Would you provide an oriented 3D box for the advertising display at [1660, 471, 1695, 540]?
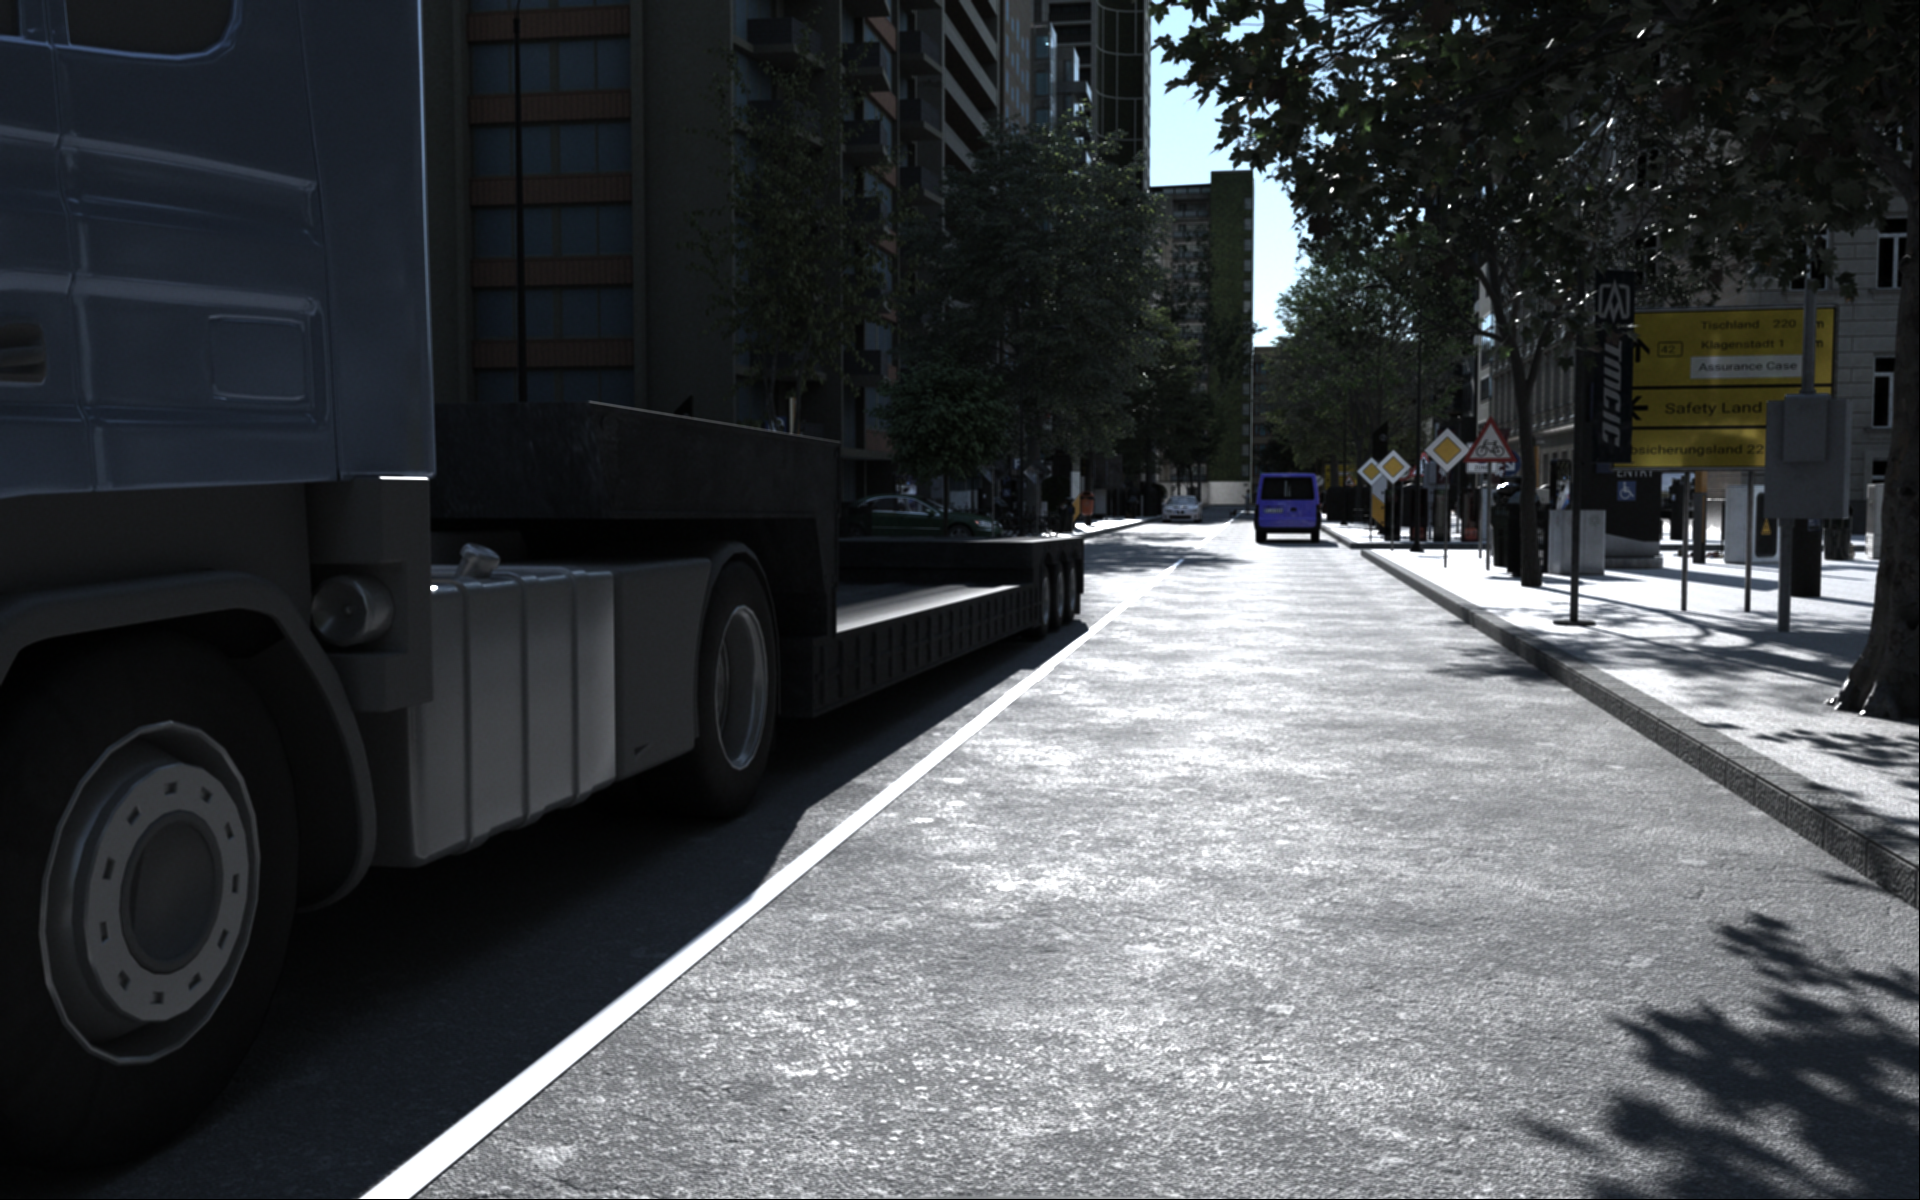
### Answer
[{"bbox_3d":[20.303,-2.677,48.977,0.974,1.923,0.123,2,4,29],"label":"advertising display"}]

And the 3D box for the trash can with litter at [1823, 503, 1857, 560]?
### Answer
[{"bbox_3d":[17.152,-1.375,33.869,0.624,1.170,1.055,3,4,37],"label":"trash can with litter"}]

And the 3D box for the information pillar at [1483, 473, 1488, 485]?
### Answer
[{"bbox_3d":[30.918,-6.754,101.788,0.183,3.616,0.504,-3,4,-39],"label":"information pillar"}]

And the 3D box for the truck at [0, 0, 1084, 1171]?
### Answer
[{"bbox_3d":[-1.547,-1.286,10.781,2.967,4.110,18.799,1,4,11],"label":"truck"}]

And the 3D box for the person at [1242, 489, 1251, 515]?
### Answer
[{"bbox_3d":[19.446,-6.631,117.493,0.524,1.755,0.480,-2,4,-33],"label":"person"}]

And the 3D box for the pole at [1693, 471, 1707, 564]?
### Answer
[{"bbox_3d":[13.673,-2.330,31.946,0.158,3.312,0.155,0,3,0],"label":"pole"}]

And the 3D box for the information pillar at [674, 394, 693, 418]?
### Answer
[{"bbox_3d":[-6.502,-3.029,40.883,0.504,3.616,0.183,1,4,19],"label":"information pillar"}]

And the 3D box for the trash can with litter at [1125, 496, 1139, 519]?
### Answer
[{"bbox_3d":[8.964,-4.842,90.546,0.624,1.170,1.055,1,4,16],"label":"trash can with litter"}]

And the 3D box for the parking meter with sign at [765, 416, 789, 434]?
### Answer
[{"bbox_3d":[-4.423,-2.561,38.132,0.543,3.016,1.738,1,4,23],"label":"parking meter with sign"}]

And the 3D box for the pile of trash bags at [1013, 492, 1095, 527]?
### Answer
[{"bbox_3d":[3.661,-3.598,68.586,3.447,1.369,1.912,1,4,15],"label":"pile of trash bags"}]

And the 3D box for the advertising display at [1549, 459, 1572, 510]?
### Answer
[{"bbox_3d":[11.233,-1.664,32.424,0.123,1.923,0.974,2,4,35],"label":"advertising display"}]

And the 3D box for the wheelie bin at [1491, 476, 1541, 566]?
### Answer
[{"bbox_3d":[9.832,-1.393,30.684,0.693,1.594,0.980,-2,4,-34],"label":"wheelie bin"}]

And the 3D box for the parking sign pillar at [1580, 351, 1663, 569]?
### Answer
[{"bbox_3d":[11.532,-2.552,30.205,1.447,3.967,1.447,0,4,-7],"label":"parking sign pillar"}]

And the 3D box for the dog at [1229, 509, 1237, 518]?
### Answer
[{"bbox_3d":[16.533,-5.239,104.952,0.406,0.507,0.540,1,4,19],"label":"dog"}]

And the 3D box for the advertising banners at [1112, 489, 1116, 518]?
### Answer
[{"bbox_3d":[8.518,-6.063,95.320,0.090,3.025,2.074,1,4,10],"label":"advertising banners"}]

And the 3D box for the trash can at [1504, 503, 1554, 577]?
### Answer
[{"bbox_3d":[8.822,-0.932,26.898,0.748,1.137,0.748,0,3,0],"label":"trash can"}]

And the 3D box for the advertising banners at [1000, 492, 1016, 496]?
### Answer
[{"bbox_3d":[3.052,-7.663,121.471,2.074,3.025,0.090,0,4,-5],"label":"advertising banners"}]

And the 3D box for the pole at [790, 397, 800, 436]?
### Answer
[{"bbox_3d":[-3.489,-2.616,36.617,0.158,3.312,0.155,0,3,0],"label":"pole"}]

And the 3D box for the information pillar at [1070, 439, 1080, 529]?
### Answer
[{"bbox_3d":[4.231,-4.426,63.726,0.183,3.616,0.504,3,5,44],"label":"information pillar"}]

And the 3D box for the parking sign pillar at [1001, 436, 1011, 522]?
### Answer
[{"bbox_3d":[2.136,-5.597,79.977,1.447,3.967,1.447,0,4,0],"label":"parking sign pillar"}]

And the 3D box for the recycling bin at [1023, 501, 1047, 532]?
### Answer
[{"bbox_3d":[2.515,-2.836,58.928,0.722,1.027,0.722,-1,4,-21],"label":"recycling bin"}]

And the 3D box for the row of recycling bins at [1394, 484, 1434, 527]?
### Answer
[{"bbox_3d":[18.448,-3.816,69.503,1.069,1.692,3.534,2,4,31],"label":"row of recycling bins"}]

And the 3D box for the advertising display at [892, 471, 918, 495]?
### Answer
[{"bbox_3d":[-1.535,-2.635,48.290,0.123,1.923,0.974,3,4,38],"label":"advertising display"}]

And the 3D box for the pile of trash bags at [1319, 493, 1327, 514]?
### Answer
[{"bbox_3d":[23.885,-6.414,114.616,1.912,1.369,3.447,1,4,15],"label":"pile of trash bags"}]

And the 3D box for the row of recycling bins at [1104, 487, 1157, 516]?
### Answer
[{"bbox_3d":[9.632,-5.668,99.789,3.534,1.692,1.069,1,4,18],"label":"row of recycling bins"}]

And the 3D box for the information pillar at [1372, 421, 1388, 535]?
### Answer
[{"bbox_3d":[13.325,-3.889,54.941,0.504,3.616,0.183,1,4,11],"label":"information pillar"}]

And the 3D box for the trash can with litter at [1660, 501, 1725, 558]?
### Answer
[{"bbox_3d":[15.375,-1.477,35.204,2.233,1.210,1.678,3,4,37],"label":"trash can with litter"}]

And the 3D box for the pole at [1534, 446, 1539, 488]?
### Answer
[{"bbox_3d":[24.392,-4.862,73.336,0.158,3.312,0.155,0,3,0],"label":"pole"}]

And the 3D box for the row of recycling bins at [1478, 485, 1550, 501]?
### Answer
[{"bbox_3d":[24.505,-4.227,76.220,3.534,1.692,1.069,0,4,3],"label":"row of recycling bins"}]

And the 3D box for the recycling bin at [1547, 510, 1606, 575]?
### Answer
[{"bbox_3d":[9.842,-0.928,27.725,0.722,1.027,0.722,0,4,-3],"label":"recycling bin"}]

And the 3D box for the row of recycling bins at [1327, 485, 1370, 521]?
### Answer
[{"bbox_3d":[19.028,-4.714,84.188,1.069,1.692,3.534,3,5,43],"label":"row of recycling bins"}]

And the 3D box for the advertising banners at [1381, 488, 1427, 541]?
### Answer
[{"bbox_3d":[12.483,-3.119,47.188,2.074,3.025,0.090,3,4,38],"label":"advertising banners"}]

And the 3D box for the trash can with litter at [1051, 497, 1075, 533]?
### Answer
[{"bbox_3d":[3.341,-2.820,57.491,0.624,1.170,1.055,-2,4,-33],"label":"trash can with litter"}]

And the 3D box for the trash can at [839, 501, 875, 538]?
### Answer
[{"bbox_3d":[-2.020,-1.355,33.813,0.748,1.137,0.748,0,3,0],"label":"trash can"}]

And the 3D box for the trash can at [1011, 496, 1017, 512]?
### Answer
[{"bbox_3d":[3.568,-6.297,114.606,0.748,1.137,0.748,0,3,0],"label":"trash can"}]

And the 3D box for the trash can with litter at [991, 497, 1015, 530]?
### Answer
[{"bbox_3d":[1.597,-3.071,61.594,1.055,1.170,0.624,3,5,43],"label":"trash can with litter"}]

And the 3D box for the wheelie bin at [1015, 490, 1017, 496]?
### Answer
[{"bbox_3d":[4.189,-6.860,120.072,0.980,1.594,0.693,2,4,27],"label":"wheelie bin"}]

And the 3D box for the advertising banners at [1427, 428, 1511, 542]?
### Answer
[{"bbox_3d":[13.607,-3.059,46.195,2.074,3.025,0.090,0,4,3],"label":"advertising banners"}]

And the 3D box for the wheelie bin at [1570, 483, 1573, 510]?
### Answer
[{"bbox_3d":[17.406,-2.487,48.572,0.980,1.594,0.693,1,4,14],"label":"wheelie bin"}]

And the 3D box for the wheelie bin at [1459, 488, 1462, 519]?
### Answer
[{"bbox_3d":[26.217,-4.998,89.629,0.980,1.594,0.693,3,5,41],"label":"wheelie bin"}]

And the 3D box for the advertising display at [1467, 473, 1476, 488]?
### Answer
[{"bbox_3d":[15.274,-2.849,51.795,0.123,1.923,0.974,1,4,8],"label":"advertising display"}]

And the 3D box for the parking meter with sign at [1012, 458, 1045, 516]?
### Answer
[{"bbox_3d":[3.513,-5.653,88.693,1.738,3.016,0.543,-3,4,-37],"label":"parking meter with sign"}]
